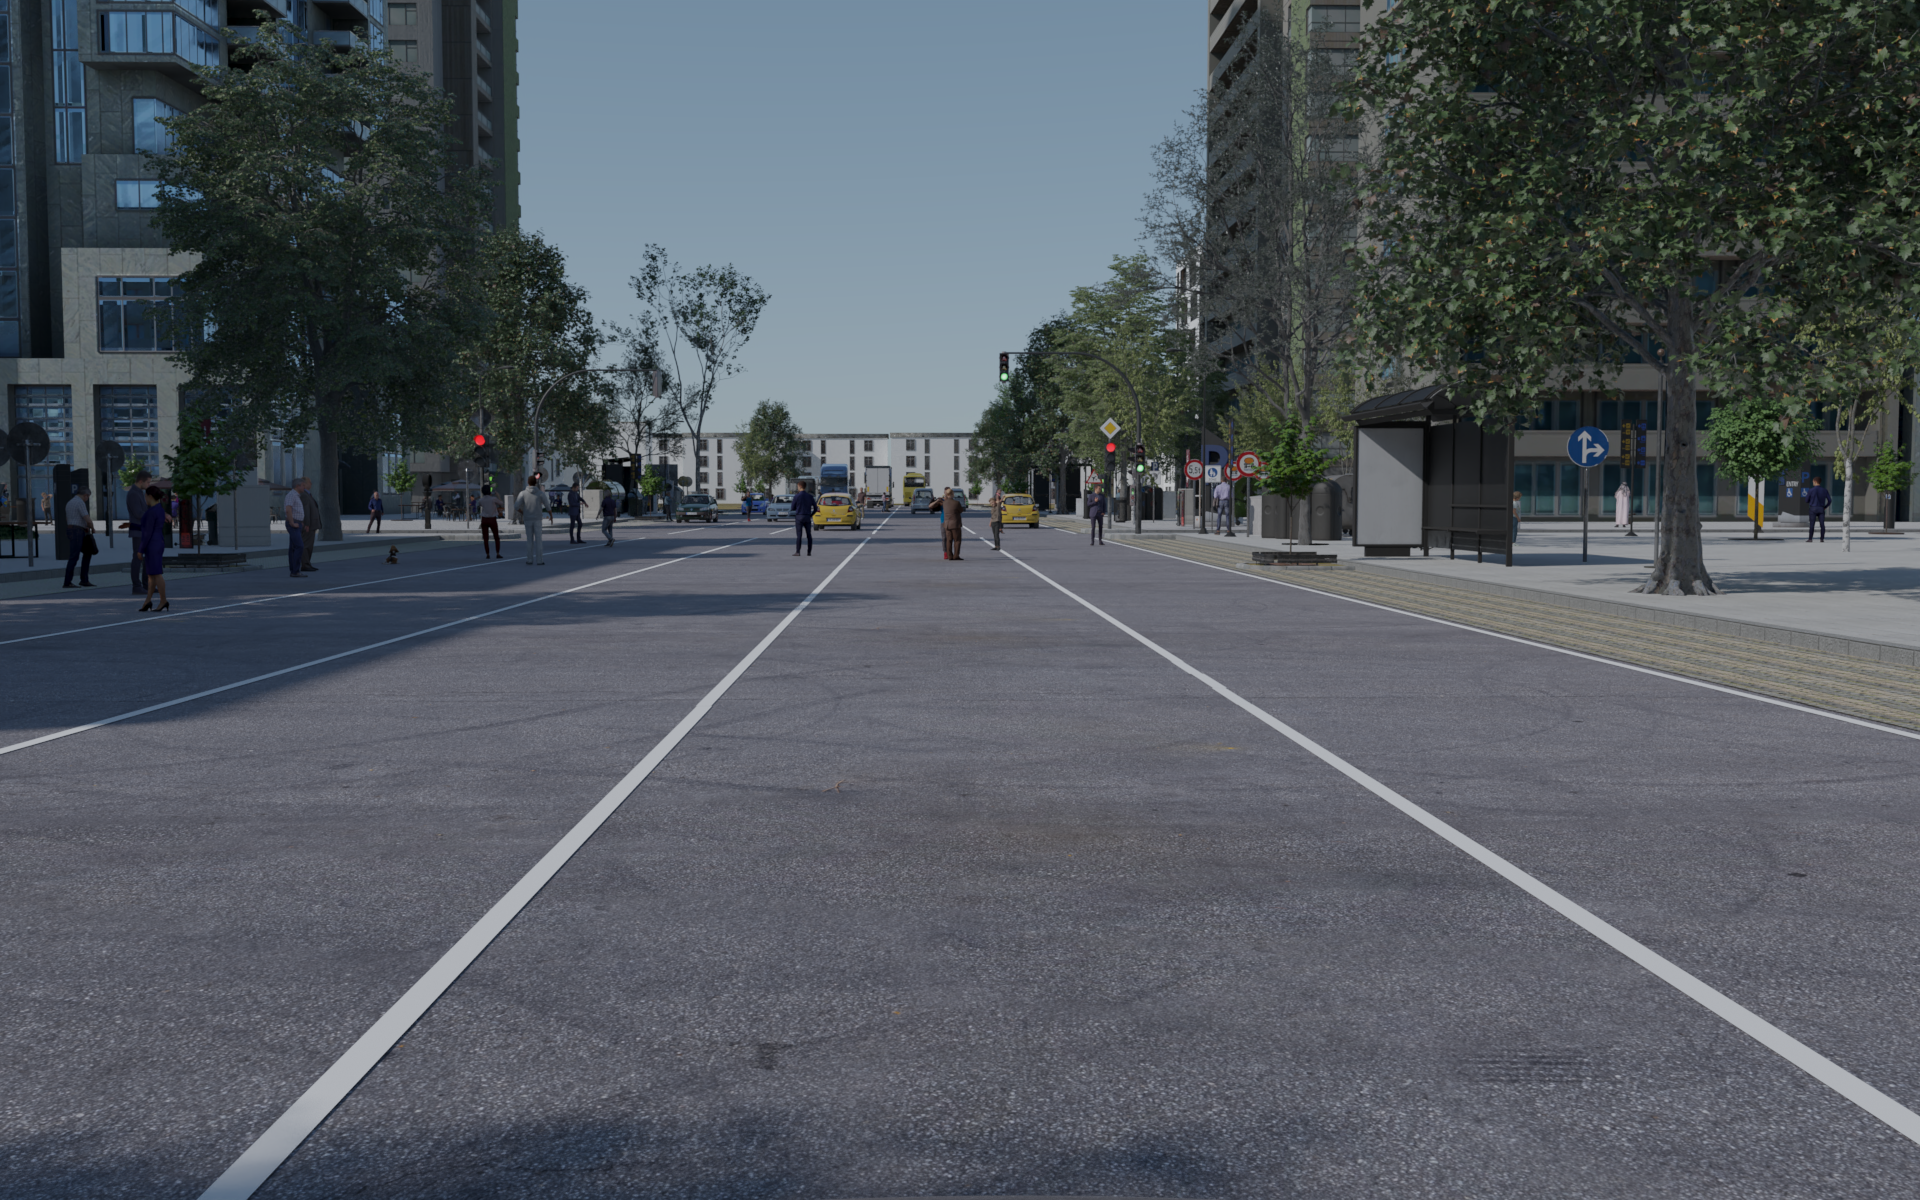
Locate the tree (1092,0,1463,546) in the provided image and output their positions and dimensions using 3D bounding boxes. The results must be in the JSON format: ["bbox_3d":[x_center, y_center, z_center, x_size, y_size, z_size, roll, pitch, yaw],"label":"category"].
[{"bbox_3d":[8.543,-8.125,43.214,12.009,13.543,11.850,0,3,0],"label":"tree"}]

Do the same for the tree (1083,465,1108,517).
[{"bbox_3d":[7.948,-6.231,96.470,1.663,3.219,1.824,0,3,0],"label":"tree"}]

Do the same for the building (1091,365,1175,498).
[{"bbox_3d":[34.006,-23.188,245.577,31.486,18.905,16.747,0,4,-2],"label":"building"}]

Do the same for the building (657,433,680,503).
[{"bbox_3d":[-52.170,-18.182,239.427,28.070,9.664,9.099,0,4,-2],"label":"building"}]

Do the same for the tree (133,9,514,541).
[{"bbox_3d":[-17.202,-8.597,47.208,9.857,13.997,8.962,0,3,0],"label":"tree"}]

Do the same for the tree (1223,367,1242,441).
[{"bbox_3d":[16.096,-12.452,121.710,7.486,12.596,7.792,0,3,0],"label":"tree"}]

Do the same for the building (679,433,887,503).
[{"bbox_3d":[-23.966,-18.286,241.117,28.070,9.664,9.099,0,4,-2],"label":"building"}]

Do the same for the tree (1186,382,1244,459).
[{"bbox_3d":[16.313,-9.903,112.268,4.360,8.622,3.978,0,3,0],"label":"tree"}]

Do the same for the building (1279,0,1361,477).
[{"bbox_3d":[27.559,-26.091,110.182,14.154,41.232,14.086,0,4,-2],"label":"building"}]

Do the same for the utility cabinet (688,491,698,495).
[{"bbox_3d":[-19.979,-7.396,129.605,0.318,1.500,1.173,1,4,14],"label":"utility cabinet"}]

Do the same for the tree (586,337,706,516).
[{"bbox_3d":[-19.279,-10.274,102.400,7.601,10.594,8.767,1,4,22],"label":"tree"}]

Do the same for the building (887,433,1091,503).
[{"bbox_3d":[4.348,-18.286,241.125,28.070,9.664,9.099,0,4,-2],"label":"building"}]

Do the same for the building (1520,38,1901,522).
[{"bbox_3d":[31.799,-28.381,87.737,21.600,48.544,21.300,0,4,-2],"label":"building"}]

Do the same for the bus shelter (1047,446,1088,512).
[{"bbox_3d":[7.741,-8.798,121.474,2.179,5.291,8.768,0,4,-1],"label":"bus shelter"}]

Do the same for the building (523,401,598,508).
[{"bbox_3d":[-39.229,-12.837,152.028,9.099,9.664,28.070,0,4,-2],"label":"building"}]

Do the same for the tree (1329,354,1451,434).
[{"bbox_3d":[18.762,-7.525,73.392,4.360,8.622,3.978,0,3,0],"label":"tree"}]

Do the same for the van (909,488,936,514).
[{"bbox_3d":[-2.689,-7.234,125.290,2.013,2.044,4.112,0,4,-3],"label":"van"}]

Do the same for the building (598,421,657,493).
[{"bbox_3d":[-49.306,-15.495,195.488,28.070,9.664,9.099,0,4,-2],"label":"building"}]

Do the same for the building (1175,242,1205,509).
[{"bbox_3d":[33.022,-19.135,156.828,27.936,21.610,32.646,0,4,-2],"label":"building"}]

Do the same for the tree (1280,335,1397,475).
[{"bbox_3d":[17.973,-7.916,79.782,4.737,8.622,4.395,0,3,0],"label":"tree"}]

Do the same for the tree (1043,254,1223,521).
[{"bbox_3d":[7.772,-10.007,81.735,7.486,12.596,7.792,0,3,0],"label":"tree"}]

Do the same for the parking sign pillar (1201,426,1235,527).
[{"bbox_3d":[10.133,-4.885,68.334,1.447,3.967,1.447,1,4,23],"label":"parking sign pillar"}]

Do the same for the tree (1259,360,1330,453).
[{"bbox_3d":[18.119,-8.642,91.656,4.360,8.622,3.978,0,3,0],"label":"tree"}]

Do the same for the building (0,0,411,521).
[{"bbox_3d":[-44.780,-47.873,95.398,22.319,86.520,31.000,0,4,-2],"label":"building"}]

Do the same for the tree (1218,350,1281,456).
[{"bbox_3d":[15.681,-8.324,86.462,4.737,8.622,4.395,0,3,0],"label":"tree"}]

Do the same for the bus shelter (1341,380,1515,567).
[{"bbox_3d":[8.891,-2.381,32.849,2.014,3.302,5.546,0,4,-2],"label":"bus shelter"}]

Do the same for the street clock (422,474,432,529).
[{"bbox_3d":[-19.441,-3.588,63.235,0.358,2.002,0.471,0,4,1],"label":"street clock"}]

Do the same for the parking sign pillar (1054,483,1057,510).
[{"bbox_3d":[8.206,-9.113,137.476,1.447,3.967,1.447,2,4,24],"label":"parking sign pillar"}]

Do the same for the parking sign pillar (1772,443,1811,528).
[{"bbox_3d":[32.123,-4.782,66.656,1.447,3.967,1.447,-1,4,-10],"label":"parking sign pillar"}]

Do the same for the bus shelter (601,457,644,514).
[{"bbox_3d":[-21.808,-7.392,112.148,1.731,3.624,6.357,0,4,-2],"label":"bus shelter"}]

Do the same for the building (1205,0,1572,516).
[{"bbox_3d":[30.551,-30.835,127.858,21.300,48.544,21.600,0,4,-2],"label":"building"}]

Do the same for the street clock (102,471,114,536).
[{"bbox_3d":[-25.880,-2.940,52.635,0.358,2.002,0.471,-1,4,-17],"label":"street clock"}]

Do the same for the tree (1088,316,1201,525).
[{"bbox_3d":[7.488,-7.460,72.330,4.737,8.622,4.395,0,3,0],"label":"tree"}]

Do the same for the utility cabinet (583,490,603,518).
[{"bbox_3d":[-19.074,-4.971,89.961,1.173,1.500,0.318,2,4,31],"label":"utility cabinet"}]

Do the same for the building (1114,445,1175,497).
[{"bbox_3d":[22.670,-14.989,187.221,9.099,9.664,28.070,0,4,-2],"label":"building"}]

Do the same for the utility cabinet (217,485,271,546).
[{"bbox_3d":[-17.491,-2.056,42.296,1.173,1.500,0.318,-2,4,-29],"label":"utility cabinet"}]

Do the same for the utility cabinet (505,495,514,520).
[{"bbox_3d":[-22.439,-4.661,87.373,0.306,1.237,1.020,3,5,43],"label":"utility cabinet"}]

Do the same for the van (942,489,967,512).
[{"bbox_3d":[-0.416,-8.283,142.444,2.013,2.044,4.112,0,4,-3],"label":"van"}]

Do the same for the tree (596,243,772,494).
[{"bbox_3d":[-21.019,-16.870,131.715,12.611,20.169,13.585,0,3,0],"label":"tree"}]

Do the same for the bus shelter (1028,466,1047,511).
[{"bbox_3d":[6.115,-9.368,130.806,2.179,5.291,8.768,0,4,-1],"label":"bus shelter"}]

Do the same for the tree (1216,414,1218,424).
[{"bbox_3d":[17.611,-9.321,102.760,4.737,8.622,4.395,0,3,0],"label":"tree"}]

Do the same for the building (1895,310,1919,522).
[{"bbox_3d":[58.625,-47.418,87.952,31.000,86.520,22.319,0,4,-2],"label":"building"}]

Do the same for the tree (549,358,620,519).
[{"bbox_3d":[-19.307,-8.433,88.249,4.360,8.622,3.978,0,3,0],"label":"tree"}]

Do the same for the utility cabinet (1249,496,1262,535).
[{"bbox_3d":[9.479,-2.637,54.279,0.306,1.237,1.020,-2,4,-29],"label":"utility cabinet"}]

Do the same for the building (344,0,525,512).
[{"bbox_3d":[-40.845,-27.143,127.387,14.154,41.232,14.086,0,4,-2],"label":"building"}]

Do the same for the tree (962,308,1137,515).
[{"bbox_3d":[6.433,-11.629,107.145,9.611,12.733,9.660,0,3,0],"label":"tree"}]

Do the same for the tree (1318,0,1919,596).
[{"bbox_3d":[9.175,-6.422,22.013,9.611,12.733,9.660,0,3,0],"label":"tree"}]

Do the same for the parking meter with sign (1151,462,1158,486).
[{"bbox_3d":[9.927,-6.001,94.370,1.738,3.016,0.543,3,5,43],"label":"parking meter with sign"}]

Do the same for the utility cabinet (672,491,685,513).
[{"bbox_3d":[-20.655,-7.180,126.066,1.173,1.500,0.318,0,4,4],"label":"utility cabinet"}]

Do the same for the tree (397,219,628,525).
[{"bbox_3d":[-18.612,-9.502,72.368,9.611,12.733,9.660,0,3,0],"label":"tree"}]

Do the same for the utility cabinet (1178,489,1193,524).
[{"bbox_3d":[9.694,-3.885,72.203,1.173,1.500,0.318,0,4,3],"label":"utility cabinet"}]
